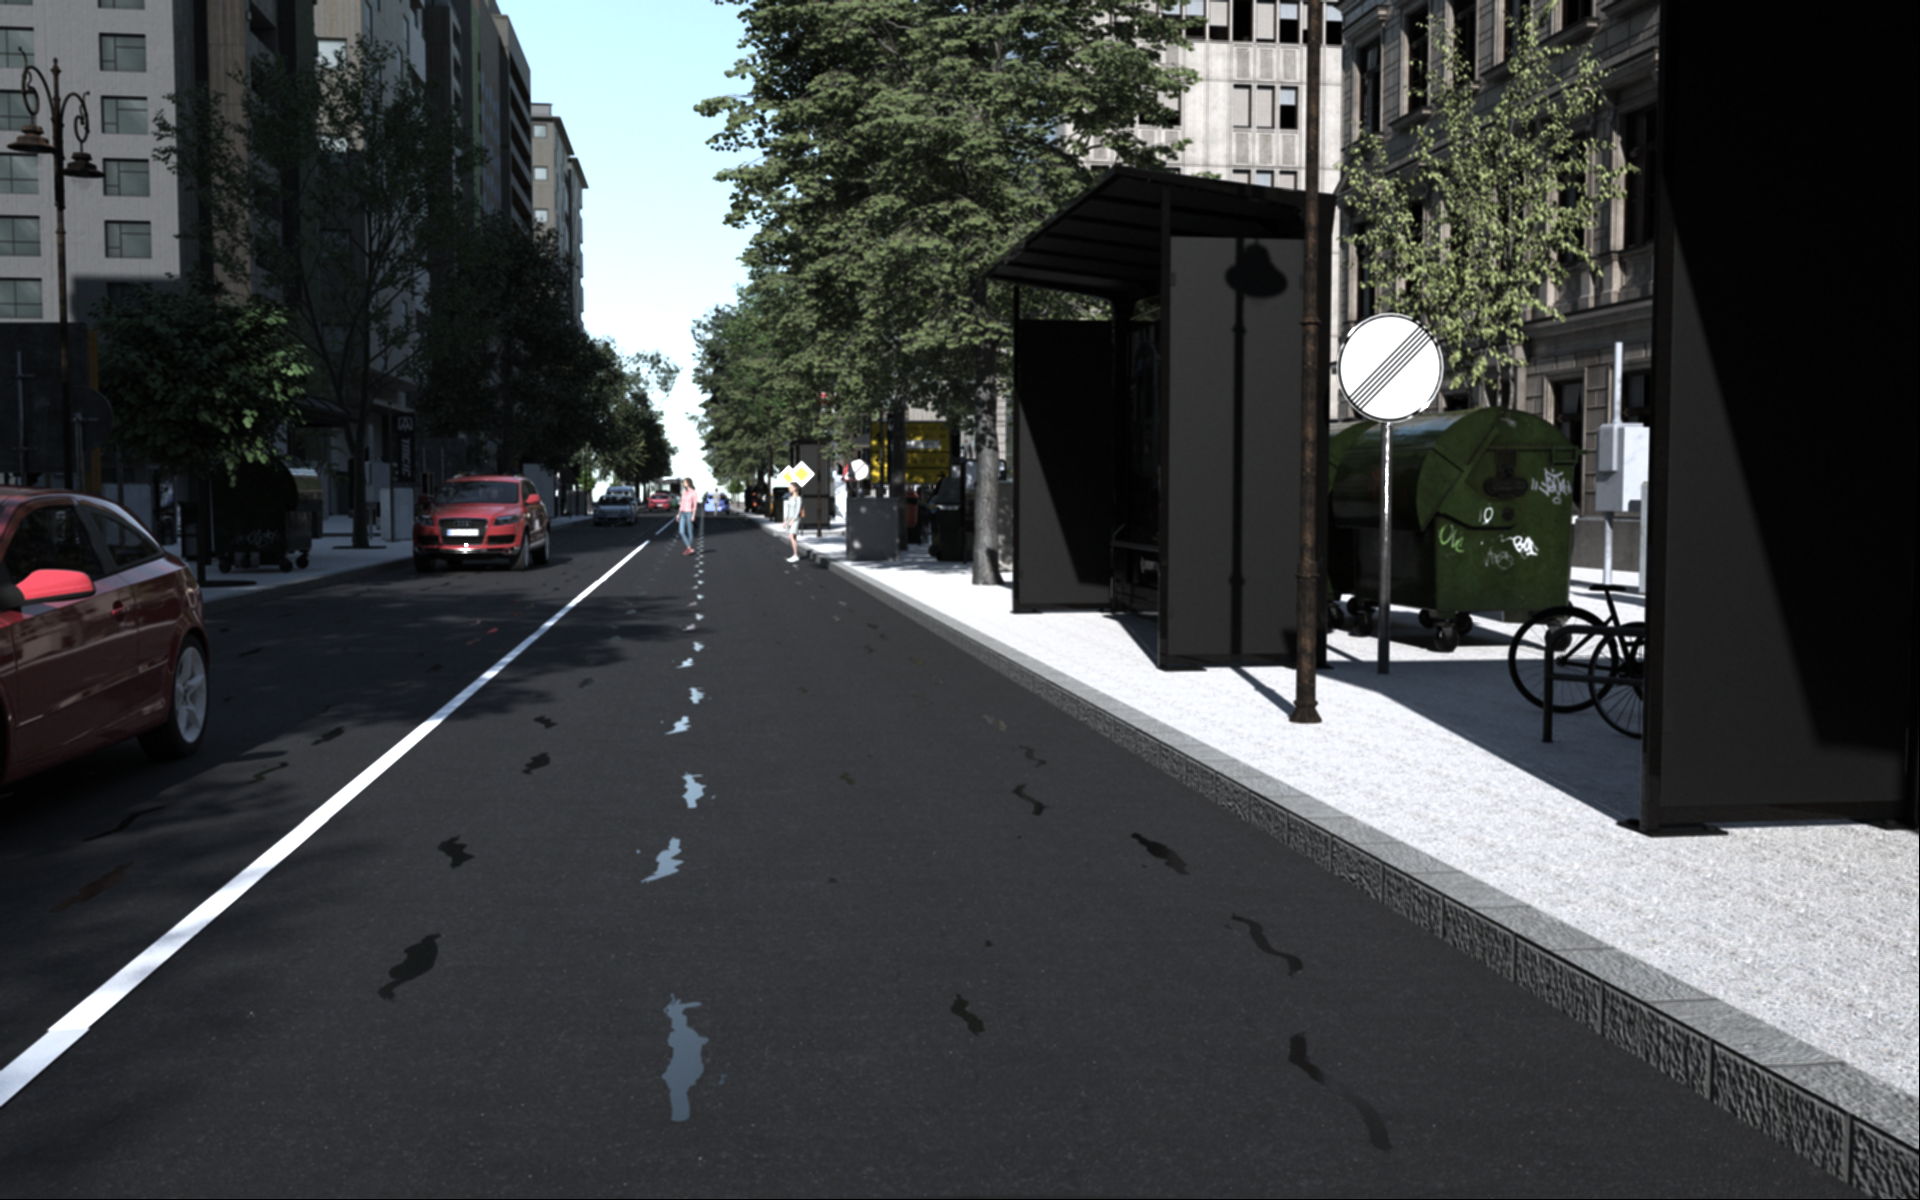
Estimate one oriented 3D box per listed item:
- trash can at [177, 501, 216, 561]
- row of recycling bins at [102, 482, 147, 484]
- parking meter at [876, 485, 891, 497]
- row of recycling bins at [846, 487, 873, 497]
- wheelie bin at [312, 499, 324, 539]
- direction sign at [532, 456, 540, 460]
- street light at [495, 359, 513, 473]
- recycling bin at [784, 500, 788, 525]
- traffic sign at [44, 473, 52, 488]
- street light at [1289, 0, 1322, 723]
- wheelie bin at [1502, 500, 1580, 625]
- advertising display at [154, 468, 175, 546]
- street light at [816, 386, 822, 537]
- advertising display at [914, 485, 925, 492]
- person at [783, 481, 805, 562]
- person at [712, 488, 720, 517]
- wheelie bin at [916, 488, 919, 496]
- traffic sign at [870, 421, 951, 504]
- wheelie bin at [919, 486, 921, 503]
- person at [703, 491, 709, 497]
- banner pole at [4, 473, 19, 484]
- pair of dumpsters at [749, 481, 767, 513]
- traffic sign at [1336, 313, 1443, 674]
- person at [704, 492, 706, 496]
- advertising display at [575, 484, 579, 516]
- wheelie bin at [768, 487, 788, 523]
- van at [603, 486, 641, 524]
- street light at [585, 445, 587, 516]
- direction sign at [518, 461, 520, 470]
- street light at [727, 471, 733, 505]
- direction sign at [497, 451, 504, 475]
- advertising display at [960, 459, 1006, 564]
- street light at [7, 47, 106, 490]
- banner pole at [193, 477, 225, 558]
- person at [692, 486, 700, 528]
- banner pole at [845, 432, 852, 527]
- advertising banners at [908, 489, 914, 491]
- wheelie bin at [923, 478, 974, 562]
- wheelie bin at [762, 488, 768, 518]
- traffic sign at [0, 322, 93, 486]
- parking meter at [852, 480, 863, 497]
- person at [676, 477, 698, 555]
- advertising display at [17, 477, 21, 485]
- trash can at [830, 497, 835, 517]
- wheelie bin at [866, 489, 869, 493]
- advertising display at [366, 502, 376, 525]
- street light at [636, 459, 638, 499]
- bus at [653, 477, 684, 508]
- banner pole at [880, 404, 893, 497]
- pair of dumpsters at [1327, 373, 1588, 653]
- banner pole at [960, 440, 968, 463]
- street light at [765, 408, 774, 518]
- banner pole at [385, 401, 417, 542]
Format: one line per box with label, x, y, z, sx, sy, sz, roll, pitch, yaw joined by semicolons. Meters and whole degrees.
trash can;-14.664;-1.326;33.334;0.748;1.137;0.748;0;3;0
row of recycling bins;-28.950;-3.218;59.730;1.069;1.692;3.534;2;4;24
parking meter;-2.793;-3.239;61.362;0.372;1.533;0.369;0;3;0
row of recycling bins;-5.631;-6.112;107.036;3.534;1.692;1.069;1;4;17
wheelie bin;-18.794;-2.574;49.990;0.980;1.594;0.693;0;4;-2
direction sign;-19.885;-5.512;82.116;0.379;3.537;0.876;3;5;43
street light;-15.616;-5.300;59.451;0.468;5.910;1.993;-1;4;-8
recycling bin;-6.786;-3.599;71.397;0.722;1.027;0.722;2;4;31
traffic sign;-11.447;-1.324;21.754;0.768;2.556;0.104;0;4;-4
street light;1.949;-2.251;9.592;0.468;5.910;1.993;-1;4;-8
wheelie bin;5.729;-0.574;17.290;0.693;1.594;0.980;3;4;38
advertising display;-19.819;-2.322;43.173;0.123;1.923;0.974;0;4;-4
street light;-4.206;-4.821;51.615;0.468;5.910;1.993;-1;4;-8
advertising display;-2.347;-5.634;97.326;0.123;1.923;0.974;-2;4;-25
person;-3.547;-1.679;36.953;0.522;1.701;0.512;-3;4;-38
person;-15.074;-6.044;107.526;0.606;1.804;0.583;2;4;25
wheelie bin;-1.328;-3.555;66.028;0.693;1.594;0.980;3;4;37
traffic sign;-1.374;-3.318;48.119;2.265;3.308;0.079;0;4;0
wheelie bin;-0.212;-1.697;35.659;0.693;1.594;0.980;2;4;35
person;-35.828;-14.528;245.665;1.348;1.869;0.705;-1;4;-15
banner pole;-16.721;-2.486;30.666;0.863;3.779;0.401;1;4;21
pair of dumpsters;-13.678;-7.136;119.162;1.574;2.255;4.437;-1;4;-9
traffic sign;3.028;-0.746;12.307;0.768;2.556;0.104;0;4;-4
person;-35.956;-14.390;244.687;0.541;1.710;0.530;1;4;15
advertising display;-22.536;-5.912;101.882;0.123;1.923;0.974;-1;4;-17
wheelie bin;-7.997;-4.273;77.764;0.980;1.594;0.693;0;4;-6
van;-16.744;-4.792;85.363;2.013;2.044;4.112;-1;4;-10
street light;-21.913;-7.860;101.302;0.468;5.910;1.993;-1;4;-8
direction sign;-24.788;-6.428;97.103;0.379;3.537;0.876;1;4;12
street light;-27.586;-14.486;209.630;0.468;5.910;1.993;-1;4;-8
direction sign;-23.326;-5.898;88.434;0.876;3.537;0.379;3;4;38
advertising display;0.434;-1.639;32.007;0.974;1.923;0.123;-3;4;-36
street light;-9.581;-2.797;18.524;0.468;5.910;1.993;-1;4;-8
banner pole;-14.914;-2.718;34.458;0.401;3.779;0.863;2;4;25
person;-11.232;-3.923;73.043;0.661;1.777;0.834;3;4;36
banner pole;-4.312;-4.783;68.219;0.401;3.779;0.863;0;4;4
advertising banners;-1.445;-3.264;49.553;0.090;3.025;2.074;-1;4;-8
wheelie bin;-0.067;-1.543;33.135;0.980;1.594;0.693;2;4;31
wheelie bin;-10.258;-5.291;94.408;0.980;1.594;0.693;-1;4;-22
traffic sign;-11.459;-1.634;20.593;2.265;3.308;0.079;0;4;1
parking meter;-3.954;-3.743;66.909;0.399;1.863;0.255;-2;4;-34
person;-6.445;-1.977;40.827;0.555;1.821;0.388;1;4;23
advertising display;-25.125;-2.549;46.885;0.974;1.923;0.123;1;4;21
trash can;-7.548;-5.514;101.804;0.748;1.137;0.748;0;3;0
wheelie bin;-6.051;-6.254;110.165;0.980;1.594;0.693;-3;5;-39
advertising display;-24.396;-4.067;71.709;0.974;1.923;0.123;-1;4;-16
street light;-33.004;-12.472;176.712;0.468;5.910;1.993;-1;4;-8
bus;-30.009;-11.276;179.214;2.948;3.499;13.247;0;4;-7
banner pole;-1.921;-3.507;47.358;0.863;3.779;0.401;0;4;4
pair of dumpsters;4.053;-0.826;15.991;1.574;2.255;4.437;-1;4;-8
banner pole;0.167;-5.544;80.657;0.401;3.779;0.863;-2;4;-33
street light;-10.210;-7.329;92.612;0.468;5.910;1.993;-1;4;-8
banner pole;-15.036;-3.457;46.532;0.863;3.779;0.401;-2;4;-24
